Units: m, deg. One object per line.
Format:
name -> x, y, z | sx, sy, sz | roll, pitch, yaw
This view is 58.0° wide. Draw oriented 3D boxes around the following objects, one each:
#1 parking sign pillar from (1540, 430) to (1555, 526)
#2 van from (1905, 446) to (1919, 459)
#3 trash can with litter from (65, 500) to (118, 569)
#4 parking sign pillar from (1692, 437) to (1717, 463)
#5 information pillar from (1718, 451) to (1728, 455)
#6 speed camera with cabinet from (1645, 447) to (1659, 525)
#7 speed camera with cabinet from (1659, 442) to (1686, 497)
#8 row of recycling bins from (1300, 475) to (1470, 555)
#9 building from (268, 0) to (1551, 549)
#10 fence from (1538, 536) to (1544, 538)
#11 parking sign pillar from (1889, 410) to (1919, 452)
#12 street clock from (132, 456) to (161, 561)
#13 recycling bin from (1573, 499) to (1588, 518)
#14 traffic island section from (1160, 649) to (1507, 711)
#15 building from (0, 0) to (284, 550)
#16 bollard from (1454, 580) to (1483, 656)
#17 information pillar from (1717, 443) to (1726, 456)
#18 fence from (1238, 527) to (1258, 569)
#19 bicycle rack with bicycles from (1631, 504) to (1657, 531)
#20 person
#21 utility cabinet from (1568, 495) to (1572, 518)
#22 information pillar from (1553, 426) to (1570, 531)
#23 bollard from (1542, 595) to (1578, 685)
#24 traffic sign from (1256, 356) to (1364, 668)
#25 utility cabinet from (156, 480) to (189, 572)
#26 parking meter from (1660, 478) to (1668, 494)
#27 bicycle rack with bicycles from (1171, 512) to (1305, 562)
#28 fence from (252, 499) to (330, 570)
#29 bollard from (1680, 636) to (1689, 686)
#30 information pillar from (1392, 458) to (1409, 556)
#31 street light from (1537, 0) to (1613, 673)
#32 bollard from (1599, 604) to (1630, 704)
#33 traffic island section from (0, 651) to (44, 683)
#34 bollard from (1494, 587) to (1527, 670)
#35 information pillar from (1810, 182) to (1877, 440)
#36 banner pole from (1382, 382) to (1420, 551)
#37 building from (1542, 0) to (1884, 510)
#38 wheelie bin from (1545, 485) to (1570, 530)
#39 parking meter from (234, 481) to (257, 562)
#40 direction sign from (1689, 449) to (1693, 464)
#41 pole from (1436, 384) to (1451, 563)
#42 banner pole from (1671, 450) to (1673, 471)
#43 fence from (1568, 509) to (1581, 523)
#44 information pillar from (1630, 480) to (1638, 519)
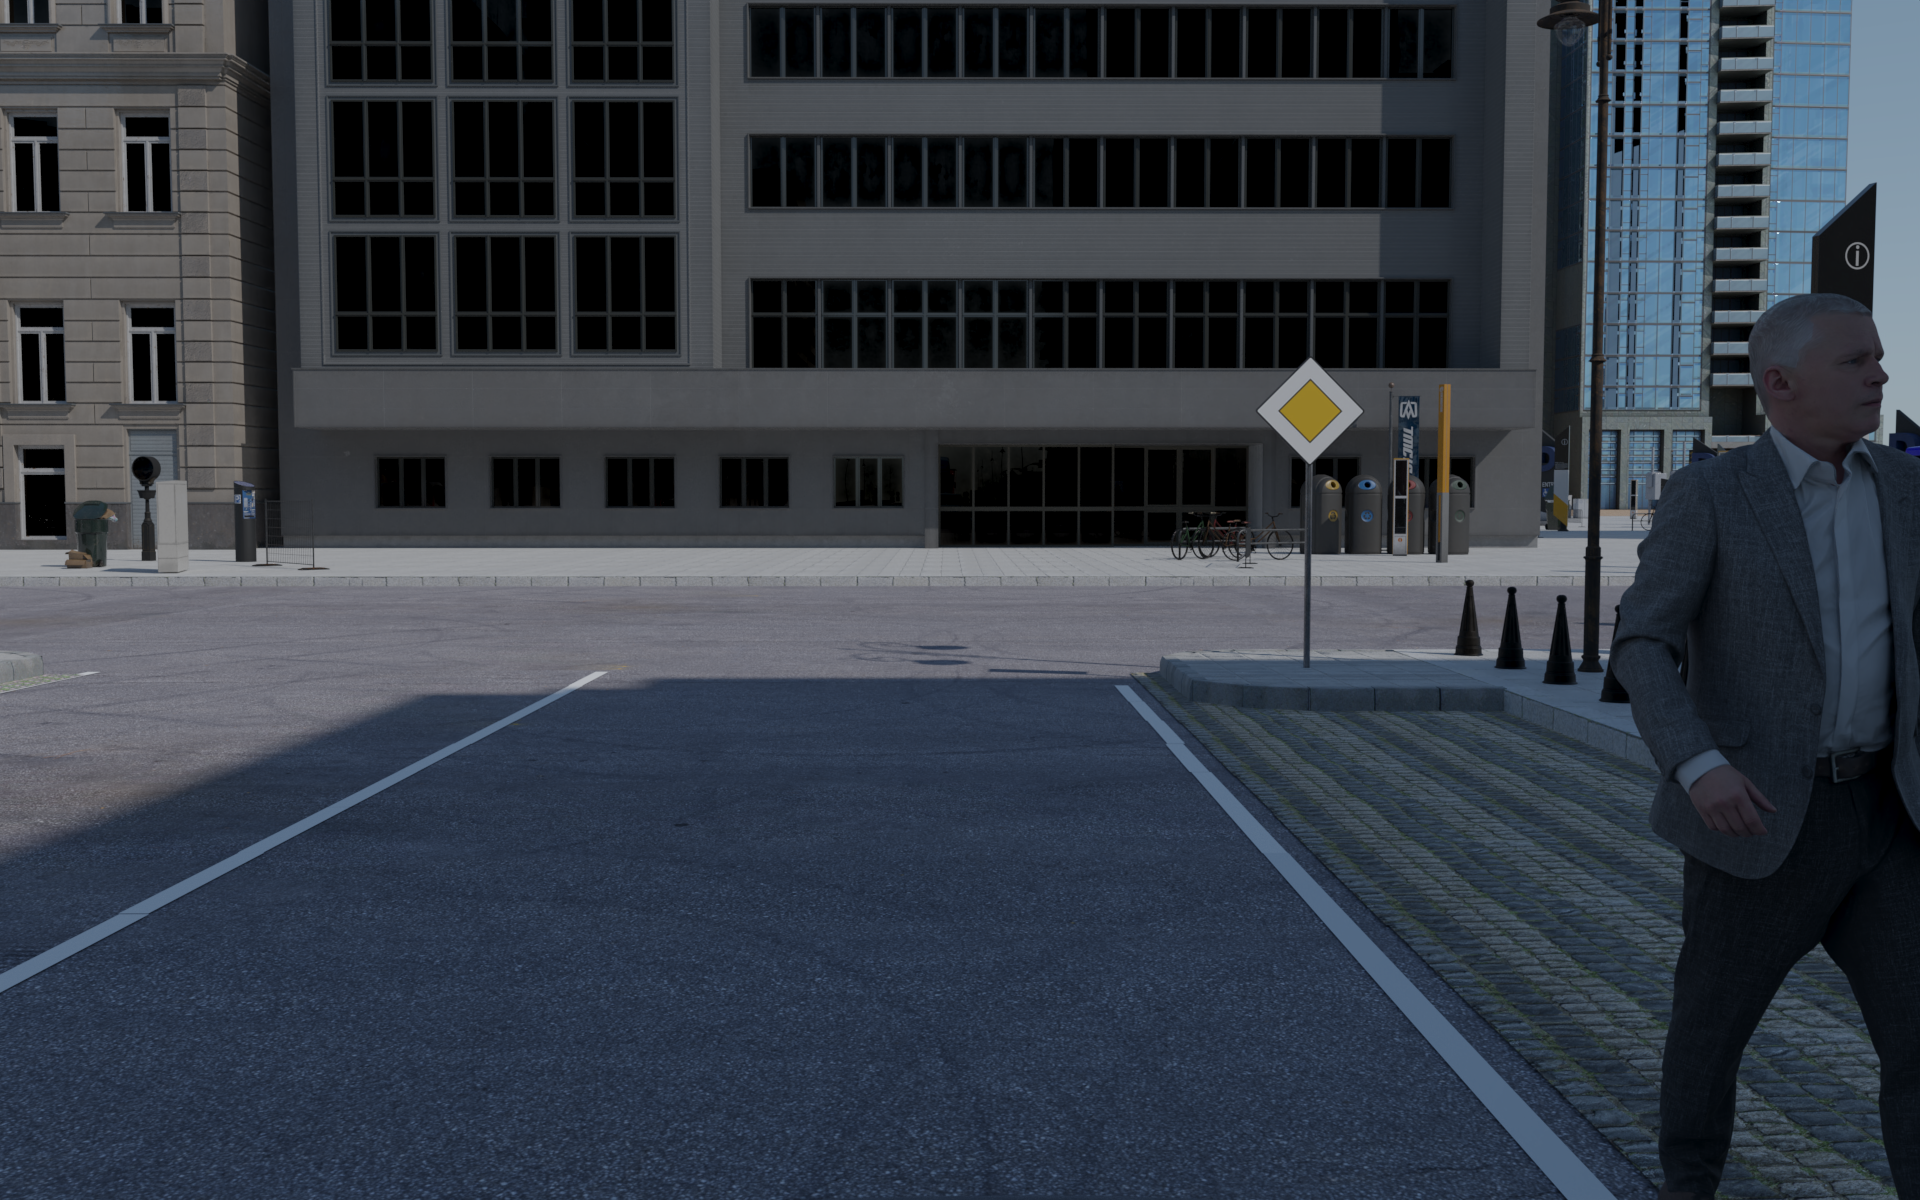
parking sign pillar -> 23.916, -5.003, 70.269 | 1.447, 3.967, 1.447 | -2, 4, -32
van -> 14.541, -1.041, 21.402 | 5.245, 2.365, 2.240 | 0, 3, 0
trash can with litter -> -15.150, -1.147, 30.147 | 0.624, 1.170, 1.055 | 0, 4, -8
parking sign pillar -> 35.067, -5.688, 81.476 | 1.447, 3.967, 1.447 | 3, 5, 42
information pillar -> 13.121, -1.530, 29.501 | 0.304, 2.012, 0.304 | -2, 4, -31
speed camera with cabinet -> 29.395, -4.755, 72.087 | 0.660, 3.252, 2.038 | -1, 4, -13
speed camera with cabinet -> 27.390, -4.404, 66.349 | 0.660, 3.252, 2.038 | 1, 4, 14
row of recycling bins -> 9.045, -1.827, 36.980 | 3.534, 1.692, 1.069 | 0, 4, 3
building -> -1.181, -13.866, 45.774 | 30.058, 24.678, 14.314 | 0, 4, 0
fence -> 16.839, -2.228, 51.803 | 0.278, 0.683, 2.069 | -1, 4, -9
parking sign pillar -> 29.922, -4.047, 54.647 | 1.447, 3.967, 1.447 | -1, 4, -15
street clock -> -15.558, -1.749, 33.162 | 0.471, 2.002, 0.358 | 1, 4, 10
recycling bin -> 32.778, -4.815, 91.274 | 0.722, 1.027, 0.722 | 0, 4, 0
traffic island section -> 2.581, 0.579, 12.806 | 2.009, 0.180, 2.903 | 0, 4, 0
building -> -28.755, -15.123, 44.526 | 25.104, 27.353, 12.463 | 0, 4, 0
bollard -> 4.053, 0.138, 13.786 | 0.229, 0.601, 0.229 | 0, 3, 0
information pillar -> 35.116, -5.416, 79.903 | 0.183, 3.616, 0.504 | -2, 4, -29
fence -> 5.129, -0.945, 30.830 | 0.278, 0.683, 2.069 | 1, 4, 12
bicycle rack with bicycles -> 24.763, -2.843, 59.862 | 2.925, 0.926, 2.852 | -1, 4, -9
person -> 1.516, 0.361, 3.001 | 0.661, 1.777, 0.834 | -1, 4, -13
utility cabinet -> 32.071, -4.959, 92.240 | 0.306, 1.237, 1.020 | -2, 4, -28
information pillar -> 20.683, -4.169, 59.516 | 0.504, 3.616, 0.183 | 2, 4, 29
bollard -> 4.068, 0.264, 11.726 | 0.229, 0.601, 0.229 | 0, 3, 0
traffic sign -> 2.557, -0.556, 12.729 | 0.795, 2.450, 0.064 | 0, 4, 0
utility cabinet -> -12.948, -1.209, 28.454 | 0.318, 1.500, 1.173 | -1, 4, -16
parking meter -> 11.467, -1.191, 27.891 | 0.372, 1.533, 0.369 | 0, 3, 0
bicycle rack with bicycles -> 5.345, -1.258, 33.952 | 2.925, 0.926, 2.852 | -2, 4, -30
fence -> -11.634, -1.152, 30.032 | 0.480, 1.192, 2.264 | -3, 5, -42
bollard -> 4.084, 0.390, 9.670 | 0.229, 0.601, 0.229 | 0, 3, 0
information pillar -> 9.113, -1.917, 35.827 | 0.304, 2.012, 0.304 | 1, 4, 13
street light -> 4.559, -2.419, 12.343 | 0.468, 5.910, 1.993 | 0, 4, 0
bollard -> 4.075, 0.327, 10.699 | 0.229, 0.601, 0.229 | 0, 3, 0
traffic island section -> -8.211, 0.584, 12.733 | 2.009, 0.180, 2.903 | 0, 4, 0
bollard -> 4.059, 0.201, 12.752 | 0.229, 0.601, 0.229 | 0, 3, 0
information pillar -> 6.649, -1.329, 13.090 | 0.504, 3.616, 0.183 | -1, 4, -10
banner pole -> 9.895, -2.989, 38.890 | 0.863, 3.779, 0.401 | 0, 4, 7
building -> 60.683, -51.099, 148.132 | 31.000, 86.520, 22.319 | 0, 4, 0
wheelie bin -> 21.300, -3.296, 61.792 | 0.693, 1.594, 0.980 | -3, 4, -38
parking meter -> -13.518, -1.489, 32.751 | 0.372, 1.533, 0.369 | 0, 3, 0
direction sign -> 37.225, -5.855, 87.720 | 0.379, 3.537, 0.876 | -1, 4, -22
pole -> 9.003, -2.350, 32.263 | 0.158, 3.312, 0.155 | 0, 3, 0
banner pole -> 40.464, -6.632, 98.450 | 0.401, 3.779, 0.863 | 1, 4, 17
fence -> 24.048, -3.222, 68.051 | 0.278, 0.683, 2.069 | 0, 4, -2
information pillar -> 34.487, -5.145, 88.619 | 0.304, 2.012, 0.304 | 2, 4, 35
